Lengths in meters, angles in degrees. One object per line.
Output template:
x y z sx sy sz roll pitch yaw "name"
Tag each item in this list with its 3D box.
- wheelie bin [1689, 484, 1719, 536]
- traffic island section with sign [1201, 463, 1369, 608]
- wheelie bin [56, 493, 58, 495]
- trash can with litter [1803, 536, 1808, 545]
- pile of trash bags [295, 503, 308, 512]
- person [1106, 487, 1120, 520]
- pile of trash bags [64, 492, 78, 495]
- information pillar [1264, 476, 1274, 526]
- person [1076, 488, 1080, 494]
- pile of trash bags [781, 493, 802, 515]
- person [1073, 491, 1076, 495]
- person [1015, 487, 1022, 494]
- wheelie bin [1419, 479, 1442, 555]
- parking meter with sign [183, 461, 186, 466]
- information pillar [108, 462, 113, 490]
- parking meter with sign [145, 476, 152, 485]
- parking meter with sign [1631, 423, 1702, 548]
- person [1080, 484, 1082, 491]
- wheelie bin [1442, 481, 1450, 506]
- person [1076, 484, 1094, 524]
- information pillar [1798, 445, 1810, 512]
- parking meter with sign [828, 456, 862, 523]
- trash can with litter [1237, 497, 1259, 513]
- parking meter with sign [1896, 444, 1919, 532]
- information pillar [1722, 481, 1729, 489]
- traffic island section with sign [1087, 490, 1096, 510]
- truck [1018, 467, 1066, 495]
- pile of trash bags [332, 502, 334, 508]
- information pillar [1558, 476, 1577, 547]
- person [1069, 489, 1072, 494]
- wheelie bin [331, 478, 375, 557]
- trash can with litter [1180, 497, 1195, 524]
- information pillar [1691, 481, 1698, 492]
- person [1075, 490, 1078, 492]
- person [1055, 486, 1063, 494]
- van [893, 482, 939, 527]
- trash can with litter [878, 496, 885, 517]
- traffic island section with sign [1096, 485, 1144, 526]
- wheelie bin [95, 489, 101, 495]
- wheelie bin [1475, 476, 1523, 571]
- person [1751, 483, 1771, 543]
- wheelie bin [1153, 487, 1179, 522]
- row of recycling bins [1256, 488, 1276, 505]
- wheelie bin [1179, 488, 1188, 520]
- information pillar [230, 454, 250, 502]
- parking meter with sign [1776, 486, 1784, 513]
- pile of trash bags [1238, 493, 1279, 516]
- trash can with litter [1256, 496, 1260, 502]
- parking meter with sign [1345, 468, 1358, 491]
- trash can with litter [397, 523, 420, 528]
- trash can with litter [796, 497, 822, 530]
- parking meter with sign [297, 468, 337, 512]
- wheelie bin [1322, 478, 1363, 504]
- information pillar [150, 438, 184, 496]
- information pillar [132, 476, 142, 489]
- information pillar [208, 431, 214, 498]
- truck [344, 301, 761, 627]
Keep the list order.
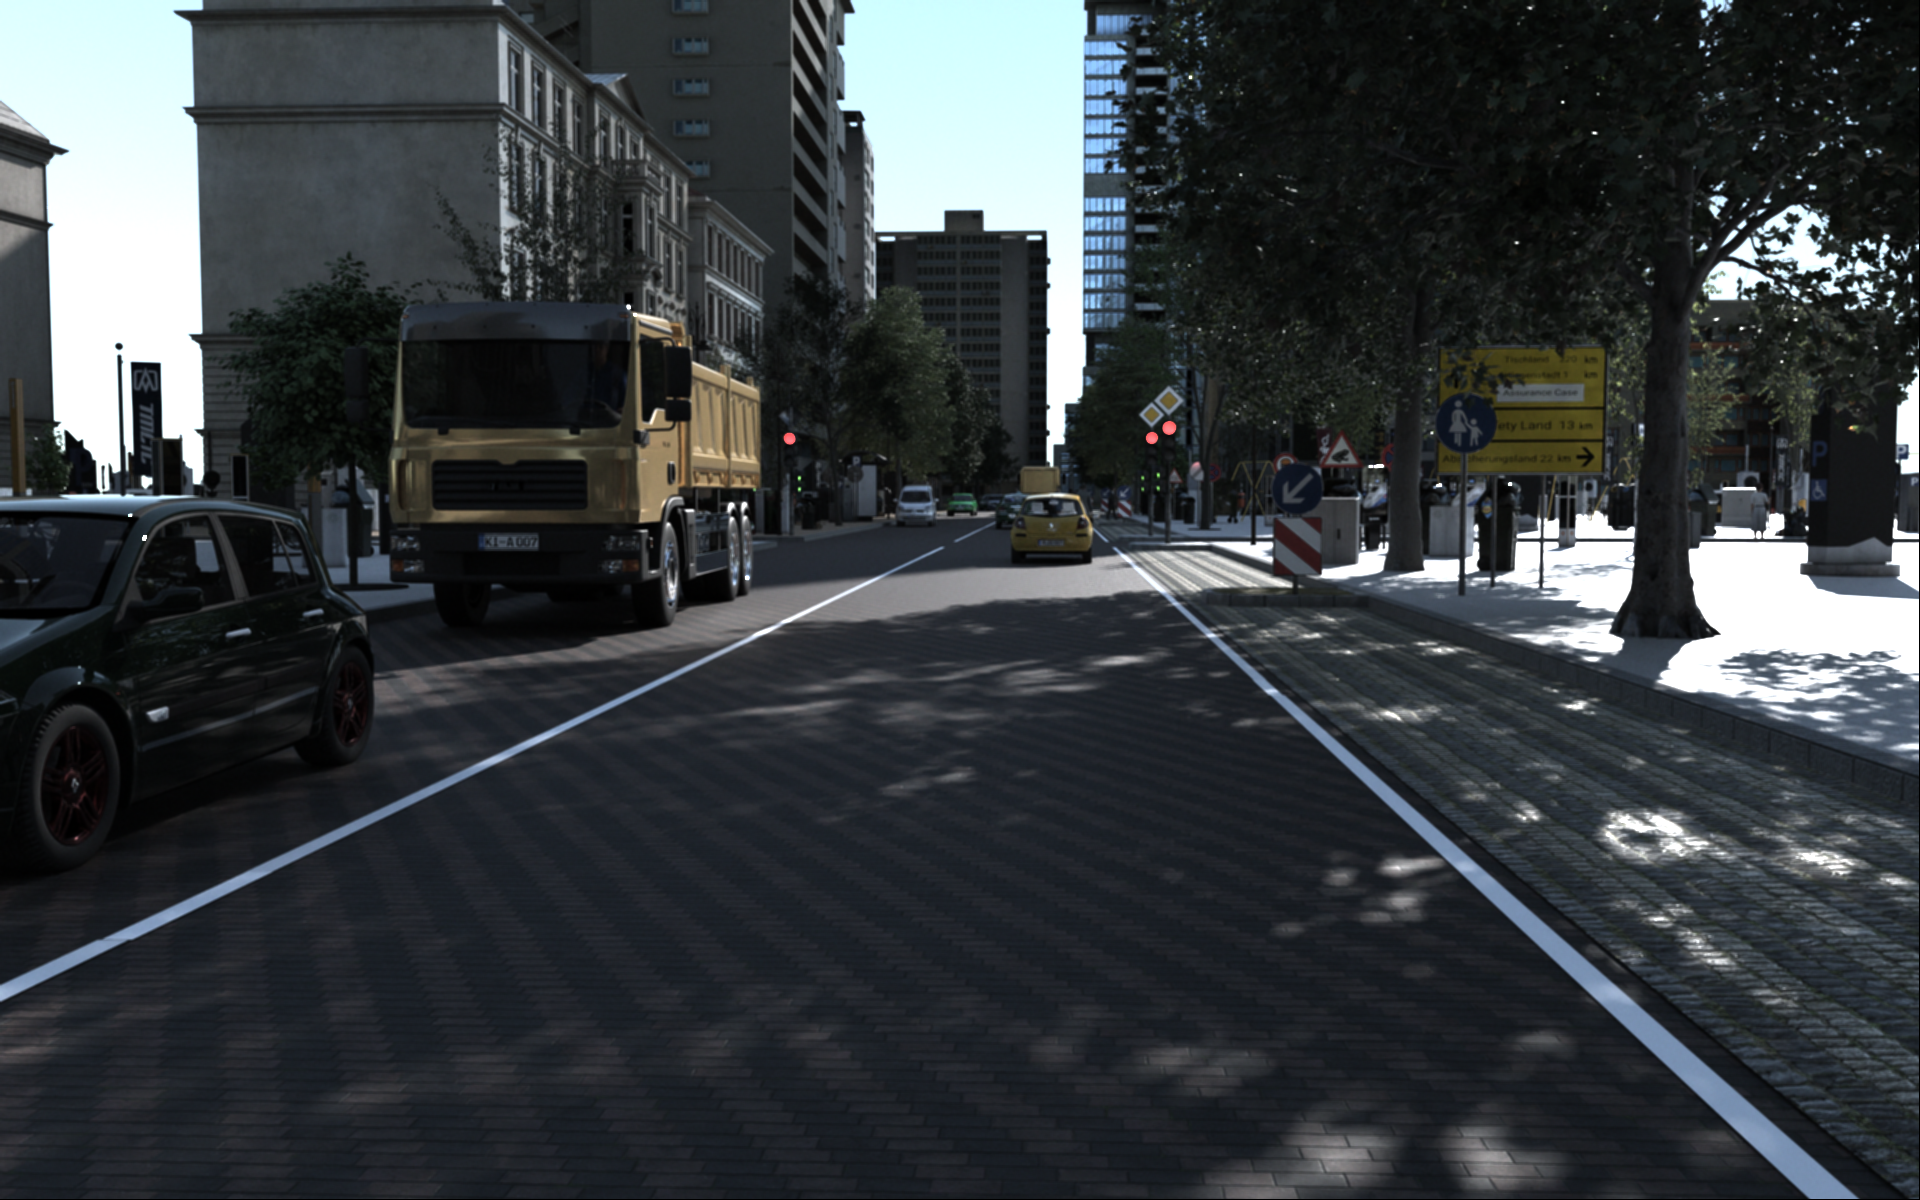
22.884 -2.780 53.367 0.980 1.594 0.693 -2 4 -35 "wheelie bin"
4.205 -0.861 22.705 1.989 1.847 2.006 0 4 3 "traffic island section with sign"
-47.755 -5.132 91.822 0.693 1.594 0.980 2 4 27 "wheelie bin"
21.437 -1.938 43.070 0.624 1.170 1.055 -1 4 -17 "trash can with litter"
-43.406 -6.304 112.815 1.912 1.369 3.447 1 4 16 "pile of trash bags"
8.523 -5.395 96.492 0.755 1.850 0.659 1 4 14 "person"
-35.444 -3.539 67.609 3.447 1.369 1.912 2 4 33 "pile of trash bags"
12.246 -3.922 68.609 0.304 2.012 0.304 0 4 -4 "information pillar"
7.751 -6.348 111.659 0.648 1.900 0.474 -3 5 -40 "person"
-9.346 -5.248 95.557 1.912 1.369 3.447 0 4 -3 "pile of trash bags"
12.324 -10.949 187.971 0.568 1.767 0.683 -1 4 -13 "person"
3.340 -5.559 99.259 0.638 1.841 0.748 -2 4 -23 "person"
10.000 -1.862 38.358 0.693 1.594 0.980 -2 4 -25 "wheelie bin"
-41.350 -5.863 92.123 0.543 3.016 1.738 -1 4 -18 "parking meter with sign"
-61.758 -8.233 125.957 0.183 3.616 0.504 0 4 -1 "information pillar"
-57.936 -7.874 125.000 1.738 3.016 0.543 2 4 27 "parking meter with sign"
17.162 -2.798 42.012 0.543 3.016 1.738 -2 4 -30 "parking meter with sign"
4.806 -3.751 69.682 0.795 1.843 0.661 1 4 16 "person"
12.173 -2.153 43.114 0.693 1.594 0.980 0 4 -4 "wheelie bin"
4.536 -3.328 63.011 0.694 1.812 0.767 1 4 11 "person"
40.300 -5.591 82.772 0.504 3.616 0.183 0 4 7 "information pillar"
-5.225 -5.033 78.553 0.543 3.016 1.738 3 5 39 "parking meter with sign"
19.678 -6.464 116.737 1.678 1.210 2.233 -3 5 -43 "trash can with litter"
32.564 -3.861 59.390 0.543 3.016 1.738 0 4 5 "parking meter with sign"
42.234 -5.574 95.620 0.304 2.012 0.304 2 4 27 "information pillar"
8.725 -5.895 105.003 1.989 1.847 2.006 0 4 3 "traffic island section with sign"
5.629 -7.642 120.867 3.469 3.379 9.791 0 4 4 "truck"
-41.792 -6.604 117.731 3.447 1.369 1.912 1 4 9 "pile of trash bags"
14.652 -2.279 41.752 0.304 2.012 0.304 -2 4 -30 "information pillar"
9.287 -8.437 146.076 0.705 1.869 1.348 2 4 32 "person"
-12.356 -1.671 35.224 0.693 1.594 0.980 0 4 4 "wheelie bin"
9.829 -3.869 74.644 0.624 1.170 1.055 1 4 9 "trash can with litter"
41.222 -5.672 97.237 0.304 2.012 0.304 1 4 21 "information pillar"
10.093 -8.655 150.014 0.705 1.822 1.348 1 4 14 "person"
4.794 -4.626 84.164 0.581 1.822 0.654 0 4 6 "person"
-1.943 -4.302 77.351 2.013 2.044 4.112 0 4 1 "van"
-4.452 -5.235 96.972 0.624 1.170 1.055 -2 4 -23 "trash can with litter"
7.212 -4.211 77.484 1.989 1.847 2.006 0 4 3 "traffic island section with sign"
-50.378 -5.682 100.811 0.980 1.594 0.693 1 4 10 "wheelie bin"
9.052 -1.294 29.072 0.693 1.594 0.980 2 4 27 "wheelie bin"
22.573 -2.432 48.827 0.480 1.755 0.524 2 4 35 "person"
9.226 -4.332 78.739 0.980 1.594 0.693 -2 4 -23 "wheelie bin"
22.143 -6.942 120.615 3.534 1.692 1.069 0 4 7 "row of recycling bins"
10.789 -4.717 85.025 0.980 1.594 0.693 3 4 36 "wheelie bin"
-13.237 -1.675 31.878 0.304 2.012 0.304 -1 4 -21 "information pillar"
54.287 -7.239 114.619 0.543 3.016 1.738 1 4 21 "parking meter with sign"
17.571 -5.746 103.693 1.912 1.369 3.447 3 5 39 "pile of trash bags"
18.407 -5.997 109.432 1.055 1.170 0.624 1 4 16 "trash can with litter"
20.688 -5.669 88.946 1.738 3.016 0.543 2 4 25 "parking meter with sign"
-20.685 -3.283 65.064 1.055 1.170 0.624 -1 4 -11 "trash can with litter"
-5.449 -3.144 62.798 0.624 1.170 1.055 2 4 24 "trash can with litter"
-21.325 -3.756 57.668 0.543 3.016 1.738 1 4 18 "parking meter with sign"
7.544 -1.618 34.355 0.980 1.594 0.693 -1 4 -13 "wheelie bin"
-10.442 -1.123 22.860 0.304 2.012 0.304 3 5 44 "information pillar"
-31.116 -3.733 65.520 0.304 2.012 0.304 -1 4 -15 "information pillar"
-27.971 -4.486 64.696 0.183 3.616 0.504 -1 4 -15 "information pillar"
-4.315 -1.526 20.872 3.469 3.379 9.791 0 4 1 "truck"
